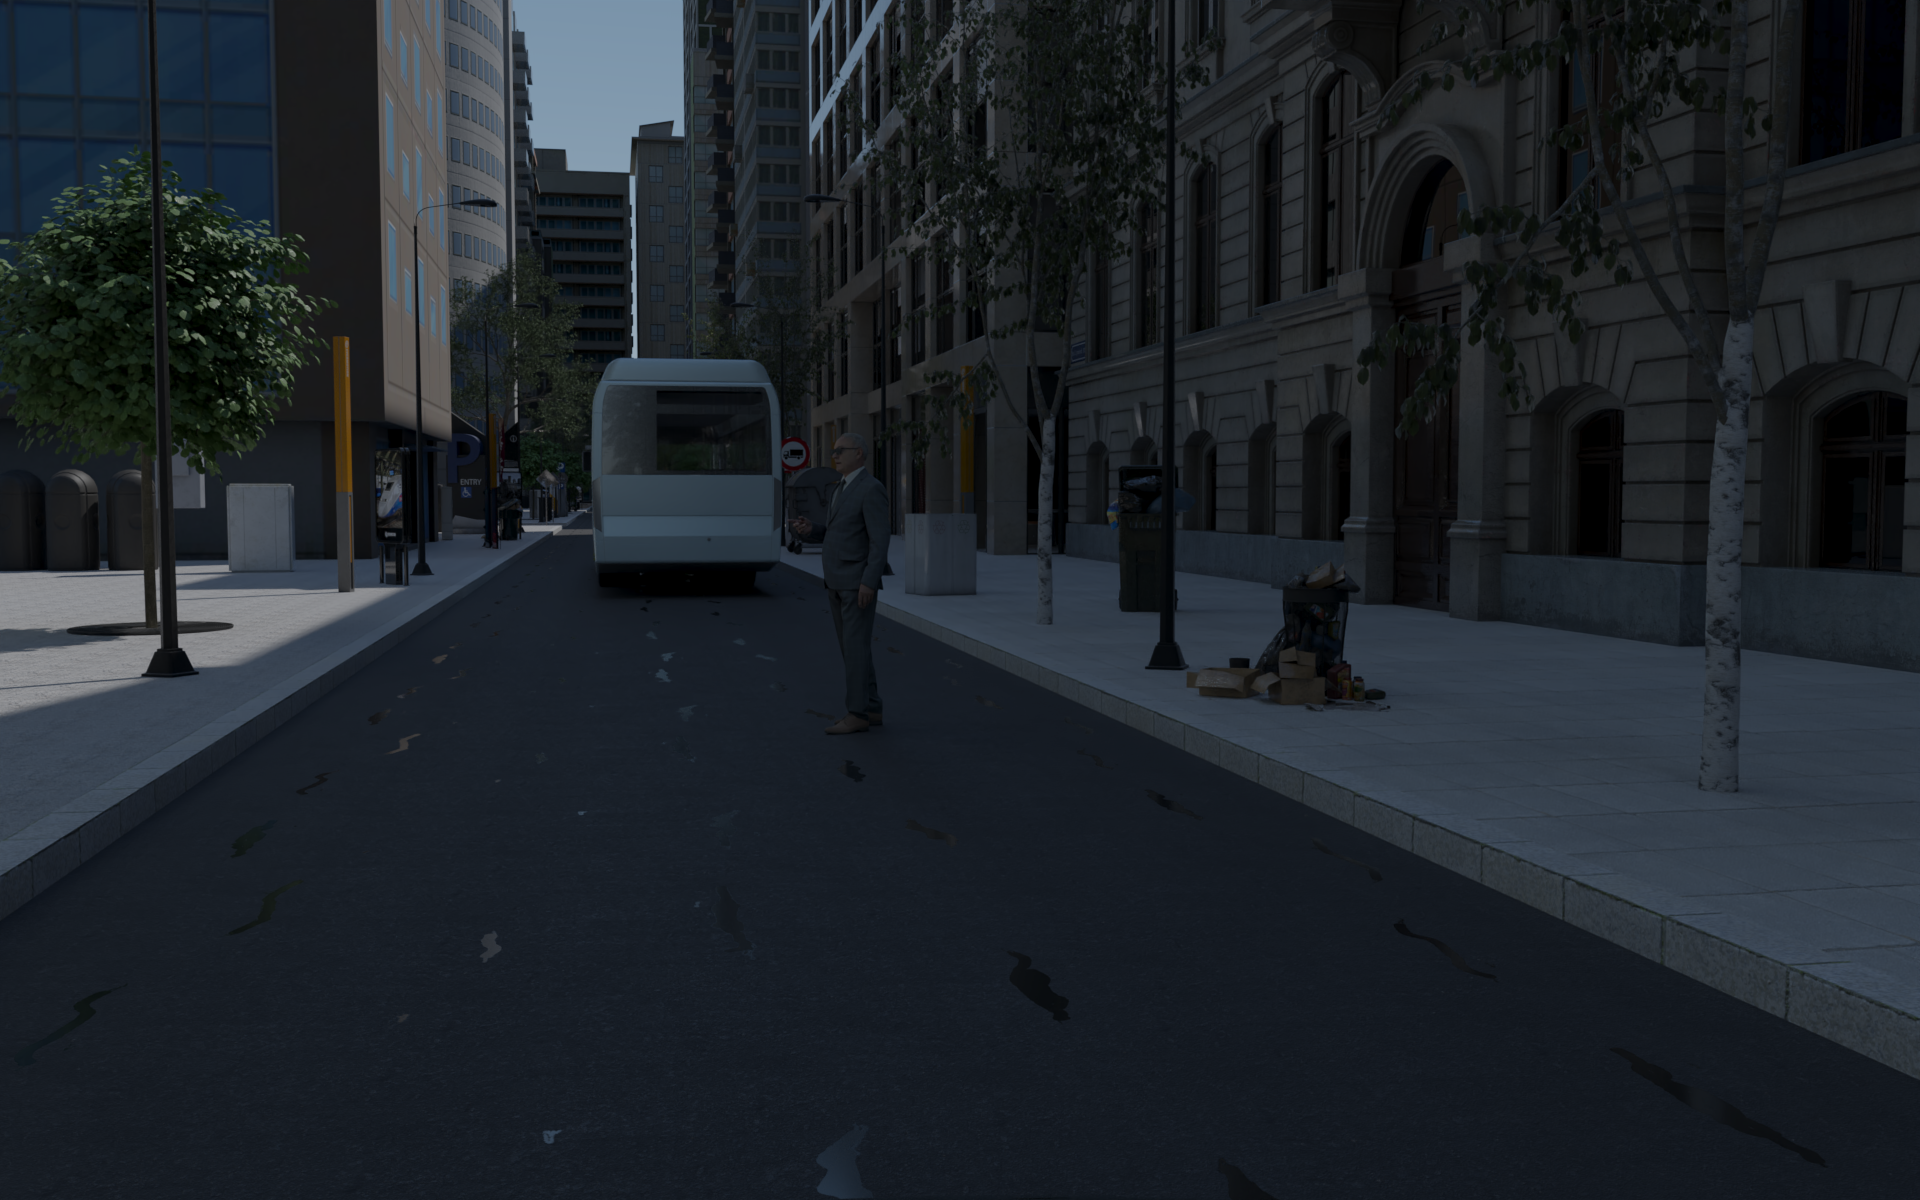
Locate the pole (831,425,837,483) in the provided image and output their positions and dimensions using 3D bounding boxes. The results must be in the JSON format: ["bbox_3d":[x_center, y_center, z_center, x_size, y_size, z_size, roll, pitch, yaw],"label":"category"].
[{"bbox_3d":[-3.712,-3.497,51.021,0.158,3.312,0.155,0,3,0],"label":"pole"}]

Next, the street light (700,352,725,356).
[{"bbox_3d":[-7.795,-5.148,56.706,1.470,5.913,1.316,-1,4,-11],"label":"street light"}]

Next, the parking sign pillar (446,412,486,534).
[{"bbox_3d":[-15.841,-4.116,55.768,1.447,3.967,1.447,0,4,5],"label":"parking sign pillar"}]

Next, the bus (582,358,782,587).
[{"bbox_3d":[-5.081,-2.154,30.079,2.948,3.499,13.247,-1,4,-12],"label":"bus"}]

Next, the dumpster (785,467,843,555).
[{"bbox_3d":[-3.064,-1.932,37.350,1.264,1.857,1.865,-1,4,-11],"label":"dumpster"}]

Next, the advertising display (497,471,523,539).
[{"bbox_3d":[-12.811,-2.665,48.787,0.974,1.923,0.123,-3,4,-36],"label":"advertising display"}]

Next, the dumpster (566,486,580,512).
[{"bbox_3d":[-28.750,-7.634,127.305,1.502,2.255,1.985,-1,4,-11],"label":"dumpster"}]

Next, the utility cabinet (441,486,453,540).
[{"bbox_3d":[-14.350,-2.434,48.474,0.318,1.500,1.173,-1,4,-17],"label":"utility cabinet"}]

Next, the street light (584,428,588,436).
[{"bbox_3d":[-23.955,-8.223,106.990,1.470,5.913,1.316,-1,4,-11],"label":"street light"}]

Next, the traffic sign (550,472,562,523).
[{"bbox_3d":[-18.335,-4.550,78.033,0.795,2.450,0.064,-1,4,-11],"label":"traffic sign"}]

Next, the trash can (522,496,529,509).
[{"bbox_3d":[-37.733,-8.488,150.429,0.748,1.137,0.748,0,3,0],"label":"trash can"}]

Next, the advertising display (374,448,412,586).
[{"bbox_3d":[-8.021,-1.179,24.496,0.123,1.923,0.974,-3,5,-41],"label":"advertising display"}]

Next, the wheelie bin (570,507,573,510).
[{"bbox_3d":[-31.606,-8.127,140.787,0.980,1.594,0.693,-2,4,-32],"label":"wheelie bin"}]

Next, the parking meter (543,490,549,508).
[{"bbox_3d":[-22.967,-5.358,96.020,0.372,1.533,0.369,0,3,0],"label":"parking meter"}]

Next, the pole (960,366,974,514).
[{"bbox_3d":[0.113,-2.066,27.628,0.158,3.312,0.155,0,3,0],"label":"pole"}]

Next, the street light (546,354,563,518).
[{"bbox_3d":[-14.074,-5.193,57.447,1.470,5.913,1.316,-1,4,-11],"label":"street light"}]

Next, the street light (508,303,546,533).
[{"bbox_3d":[-10.945,-4.259,42.170,1.470,5.913,1.316,-1,4,-11],"label":"street light"}]

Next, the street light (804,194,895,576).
[{"bbox_3d":[-1.733,-3.337,27.101,1.470,5.913,1.316,-1,4,-11],"label":"street light"}]

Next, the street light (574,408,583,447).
[{"bbox_3d":[-21.023,-7.329,92.371,1.470,5.913,1.316,-1,4,-11],"label":"street light"}]

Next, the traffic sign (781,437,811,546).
[{"bbox_3d":[-3.701,-2.349,38.512,0.768,2.556,0.104,-1,4,-9],"label":"traffic sign"}]

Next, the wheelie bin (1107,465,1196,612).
[{"bbox_3d":[2.086,-0.676,18.966,0.980,1.594,0.693,1,4,10],"label":"wheelie bin"}]

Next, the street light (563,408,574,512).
[{"bbox_3d":[-18.275,-6.442,77.862,1.470,5.913,1.316,-1,4,-11],"label":"street light"}]

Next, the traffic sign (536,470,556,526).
[{"bbox_3d":[-16.764,-4.071,70.204,0.795,2.450,0.064,-1,4,-11],"label":"traffic sign"}]

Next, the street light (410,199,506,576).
[{"bbox_3d":[-7.976,-3.350,27.312,1.470,5.913,1.316,-1,4,-11],"label":"street light"}]

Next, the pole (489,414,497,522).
[{"bbox_3d":[-11.858,-3.066,43.973,0.158,3.312,0.155,0,3,0],"label":"pole"}]

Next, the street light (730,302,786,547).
[{"bbox_3d":[-4.871,-4.262,42.232,1.470,5.913,1.316,-1,4,-11],"label":"street light"}]

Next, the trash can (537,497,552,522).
[{"bbox_3d":[-19.312,-4.223,80.703,0.748,1.137,0.748,0,3,0],"label":"trash can"}]

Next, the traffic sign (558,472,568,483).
[{"bbox_3d":[-23.216,-6.162,100.853,0.768,2.556,0.104,0,4,-2],"label":"traffic sign"}]

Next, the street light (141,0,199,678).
[{"bbox_3d":[-5.053,-2.424,12.170,1.470,5.913,1.316,-1,4,-11],"label":"street light"}]

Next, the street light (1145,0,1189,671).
[{"bbox_3d":[0.993,-2.442,12.474,1.470,5.913,1.316,-1,4,-11],"label":"street light"}]

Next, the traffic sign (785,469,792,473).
[{"bbox_3d":[-4.646,-2.684,43.883,0.884,2.594,0.081,-1,4,-10],"label":"traffic sign"}]

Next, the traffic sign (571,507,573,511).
[{"bbox_3d":[-29.358,-8.003,130.951,0.768,2.556,0.104,-1,4,-10],"label":"traffic sign"}]

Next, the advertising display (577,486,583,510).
[{"bbox_3d":[-30.826,-8.221,139.630,0.974,1.923,0.123,2,4,28],"label":"advertising display"}]

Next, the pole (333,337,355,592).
[{"bbox_3d":[-8.029,-1.757,22.567,0.158,3.312,0.155,0,3,0],"label":"pole"}]

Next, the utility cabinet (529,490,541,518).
[{"bbox_3d":[-22.403,-5.062,91.447,0.318,1.500,1.173,-2,4,-33],"label":"utility cabinet"}]

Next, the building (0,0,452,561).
[{"bbox_3d":[-19.300,-23.720,37.932,14.600,45.320,14.200,-1,4,-11],"label":"building"}]
